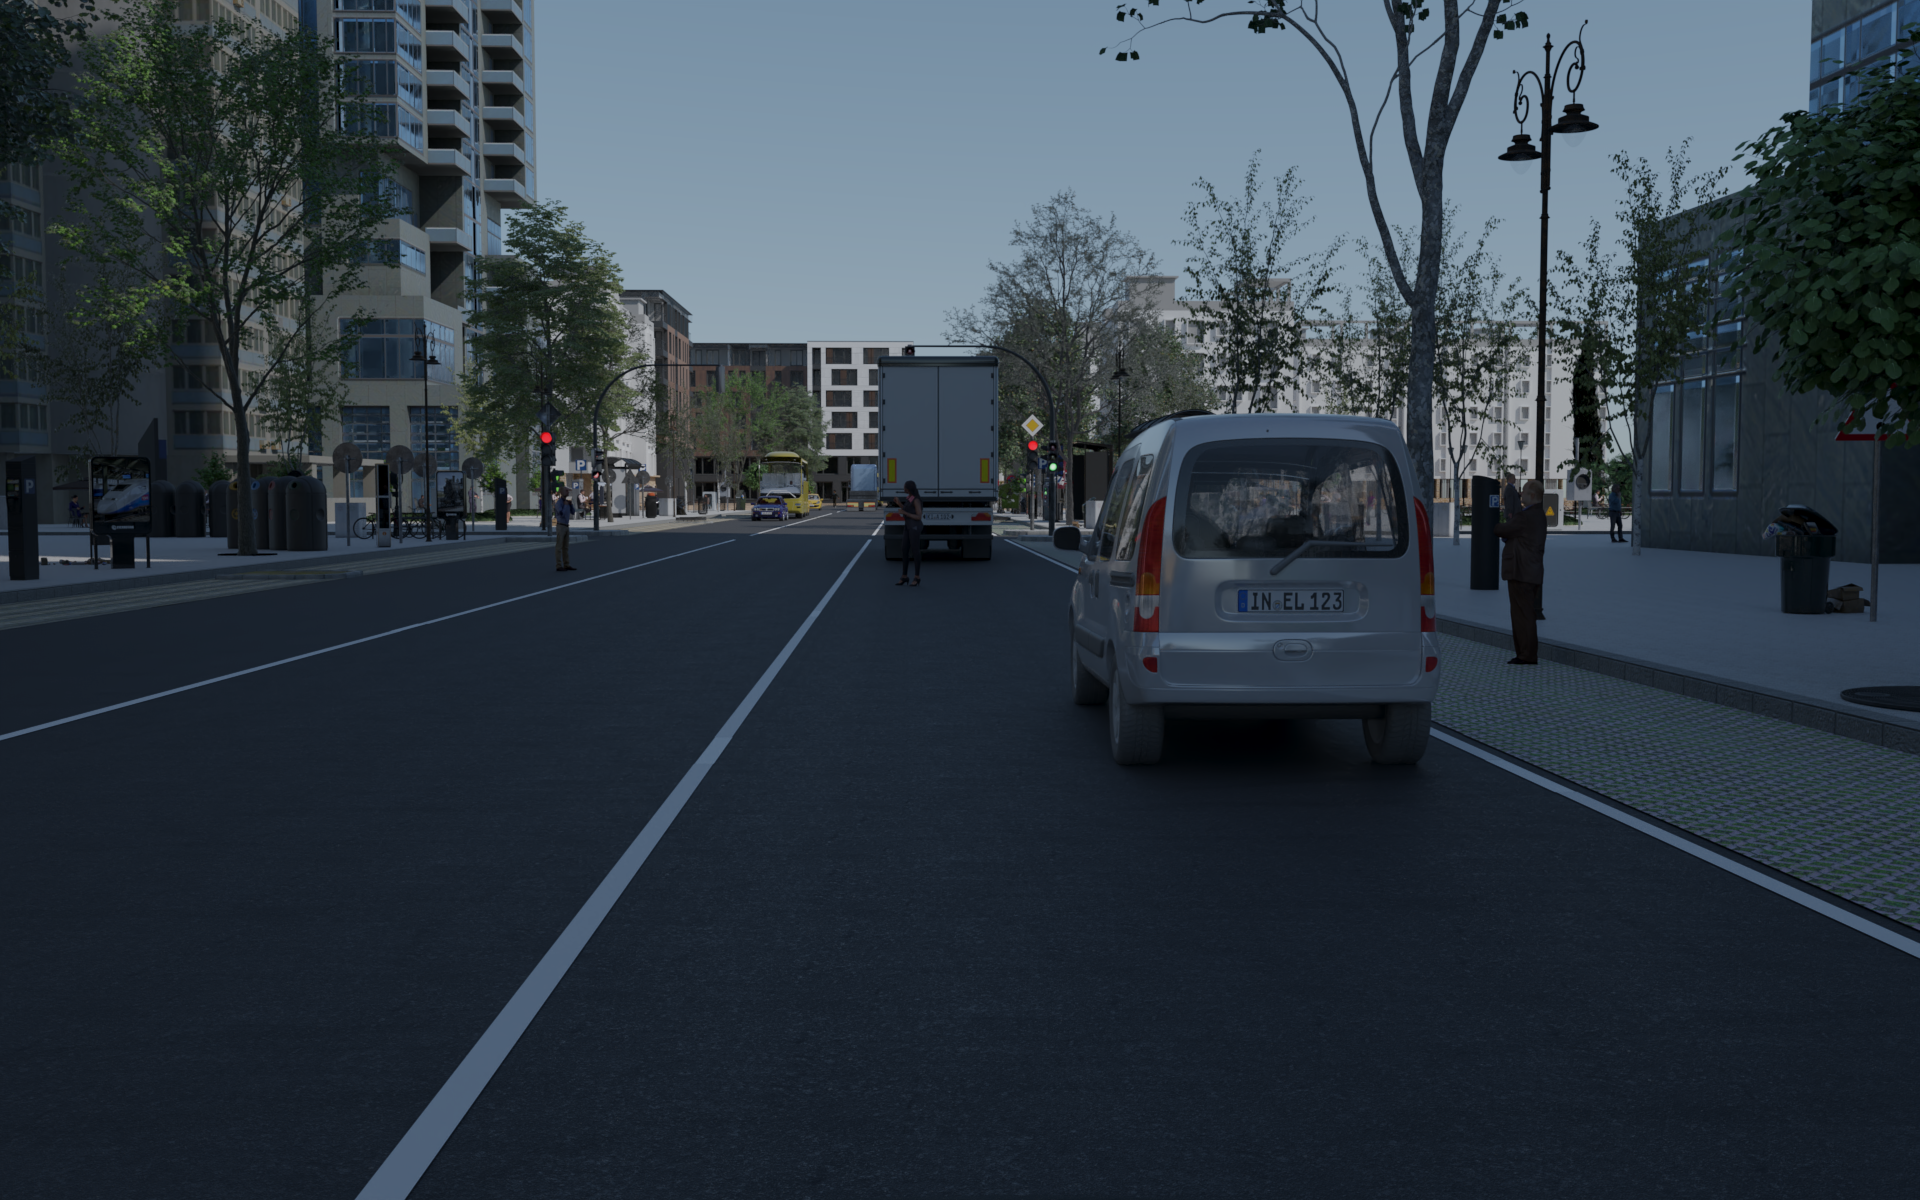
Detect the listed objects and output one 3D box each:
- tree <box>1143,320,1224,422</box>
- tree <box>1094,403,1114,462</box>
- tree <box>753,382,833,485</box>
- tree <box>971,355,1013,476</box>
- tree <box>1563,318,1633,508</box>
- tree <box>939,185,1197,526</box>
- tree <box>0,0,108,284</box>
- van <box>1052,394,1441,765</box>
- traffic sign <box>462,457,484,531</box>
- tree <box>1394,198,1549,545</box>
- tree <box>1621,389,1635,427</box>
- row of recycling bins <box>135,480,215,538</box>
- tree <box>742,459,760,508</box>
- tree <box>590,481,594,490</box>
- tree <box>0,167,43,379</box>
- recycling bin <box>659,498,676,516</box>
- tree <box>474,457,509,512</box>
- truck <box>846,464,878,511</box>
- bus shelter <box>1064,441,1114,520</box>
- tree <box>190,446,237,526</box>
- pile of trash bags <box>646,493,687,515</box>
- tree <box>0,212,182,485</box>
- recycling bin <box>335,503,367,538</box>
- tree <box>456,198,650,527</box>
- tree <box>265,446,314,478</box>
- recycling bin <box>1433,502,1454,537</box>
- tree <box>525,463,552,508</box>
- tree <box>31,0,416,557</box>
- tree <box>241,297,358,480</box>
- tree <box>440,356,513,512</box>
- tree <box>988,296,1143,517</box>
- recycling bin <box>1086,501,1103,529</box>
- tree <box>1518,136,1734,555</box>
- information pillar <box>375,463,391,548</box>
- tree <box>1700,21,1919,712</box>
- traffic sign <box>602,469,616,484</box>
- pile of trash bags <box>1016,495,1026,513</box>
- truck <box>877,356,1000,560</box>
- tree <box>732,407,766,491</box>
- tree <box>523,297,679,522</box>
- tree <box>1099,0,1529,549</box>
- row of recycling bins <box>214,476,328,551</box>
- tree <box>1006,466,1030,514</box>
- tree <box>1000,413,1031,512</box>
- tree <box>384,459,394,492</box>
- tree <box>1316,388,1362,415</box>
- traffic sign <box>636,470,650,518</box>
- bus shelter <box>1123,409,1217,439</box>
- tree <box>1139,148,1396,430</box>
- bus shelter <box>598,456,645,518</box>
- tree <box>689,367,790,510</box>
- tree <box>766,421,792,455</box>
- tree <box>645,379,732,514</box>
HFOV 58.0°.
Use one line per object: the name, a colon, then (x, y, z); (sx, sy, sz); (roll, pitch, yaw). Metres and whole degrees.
tree: (12.912, -11.988, 113.005); (9.611, 12.733, 9.660); (0, 3, 0)
tree: (11.954, -11.019, 130.522); (4.360, 8.622, 3.978); (0, 3, 0)
tree: (-19.210, -17.829, 198.164); (9.857, 13.997, 8.962); (0, 3, 0)
tree: (1.532, -15.161, 154.544); (9.857, 13.997, 8.962); (0, 3, 0)
tree: (52.299, -13.779, 127.114); (18.604, 14.587, 13.155); (-1, 4, -15)
tree: (4.354, -9.763, 69.993); (12.009, 13.543, 11.850); (0, 3, 0)
tree: (-14.260, -6.885, 19.221); (9.857, 13.997, 8.962); (0, 3, 0)
van: (1.610, -0.216, 10.548); (2.013, 2.044, 4.112); (0, 4, -1)
traffic sign: (-16.823, -3.650, 59.779); (0.768, 2.556, 0.104); (0, 4, 3)
tree: (12.438, -5.668, 43.030); (4.360, 8.622, 3.978); (0, 3, 0)
tree: (32.247, -7.814, 78.121); (4.360, 8.622, 3.978); (0, 3, 0)
row of recycling bins: (-23.207, -2.709, 51.407); (3.534, 1.692, 1.069); (0, 4, 2)
tree: (-18.821, -10.966, 163.002); (4.285, 4.588, 4.351); (0, 3, 0)
tree: (-27.433, -8.410, 132.100); (1.663, 3.219, 1.824); (0, 3, 0)
tree: (-21.574, -5.256, 36.290); (4.737, 8.622, 4.395); (0, 3, 0)
recycling bin: (-16.934, -5.368, 100.327); (0.722, 1.027, 0.722); (2, 4, 32)
tree: (-22.657, -5.450, 83.703); (1.663, 3.219, 1.824); (0, 3, 0)
truck: (-8.486, -9.888, 151.424); (2.967, 4.110, 18.799); (0, 4, -2)
bus shelter: (5.902, -5.392, 79.442); (1.731, 3.624, 6.357); (0, 4, -2)
tree: (-29.831, -4.569, 69.308); (1.663, 3.219, 1.824); (0, 3, 0)
pile of trash bags: (-18.187, -5.872, 105.755); (1.912, 1.369, 3.447); (-3, 5, -40)
tree: (-21.925, -5.739, 44.188); (4.360, 8.622, 3.978); (0, 3, 0)
recycling bin: (-18.005, -2.363, 51.183); (0.722, 1.027, 0.722); (0, 4, -2)
tree: (-15.746, -9.112, 67.108); (7.486, 12.596, 7.792); (0, 3, 0)
tree: (-26.759, -4.594, 69.721); (1.663, 3.219, 1.824); (0, 3, 0)
recycling bin: (14.528, -2.419, 52.104); (0.722, 1.027, 0.722); (3, 4, 36)
tree: (-26.086, -6.913, 107.621); (1.663, 3.219, 1.824); (0, 3, 0)
tree: (-15.017, -6.731, 35.805); (9.928, 11.665, 9.643); (0, 3, 0)
tree: (-23.958, -6.861, 62.540); (4.737, 8.622, 4.395); (0, 3, 0)
tree: (-25.541, -8.678, 92.249); (4.737, 8.622, 4.395); (0, 3, 0)
tree: (4.404, -11.056, 97.779); (9.611, 12.733, 9.660); (0, 3, 0)
recycling bin: (5.085, -3.116, 63.495); (0.722, 1.027, 0.722); (-2, 4, -25)
tree: (14.163, -5.257, 36.322); (4.737, 8.622, 4.395); (0, 3, 0)
information pillar: (-13.859, -2.269, 41.596); (0.304, 2.012, 0.304); (-2, 4, -26)
tree: (6.273, -1.635, 10.441); (4.285, 4.588, 4.351); (0, 3, 0)
traffic sign: (-17.574, -5.296, 86.700); (0.768, 2.556, 0.104); (0, 4, 6)
pile of trash bags: (4.184, -6.684, 119.043); (3.447, 1.369, 1.912); (0, 4, 2)
truck: (-0.511, -3.171, 40.762); (2.839, 4.237, 11.283); (0, 4, -1)
tree: (-16.798, -10.487, 121.830); (4.360, 8.622, 3.978); (0, 3, 0)
tree: (-16.167, -8.789, 78.116); (7.601, 10.594, 8.767); (0, 4, -3)
tree: (7.269, -10.386, 25.702); (12.611, 20.169, 13.585); (0, 3, 0)
row of recycling bins: (-15.757, -2.010, 39.970); (3.534, 1.692, 1.069); (3, 5, 40)
tree: (3.843, -7.053, 109.916); (1.663, 3.219, 1.824); (0, 3, 0)
tree: (3.161, -11.692, 125.571); (7.601, 10.594, 8.767); (0, 4, 1)
tree: (-31.905, -6.218, 96.267); (1.663, 3.219, 1.824); (0, 3, 0)
tree: (24.420, -9.891, 112.082); (4.737, 8.622, 4.395); (0, 3, 0)
traffic sign: (-16.915, -5.645, 92.400); (0.768, 2.556, 0.104); (0, 4, -1)
bus shelter: (5.488, -3.063, 43.996); (2.014, 3.302, 5.546); (0, 4, -2)
tree: (6.432, -5.366, 38.100); (4.360, 8.622, 3.978); (0, 3, 0)
bus shelter: (-18.801, -6.226, 95.718); (2.014, 3.302, 5.546); (0, 4, -2)
tree: (-17.934, -13.141, 140.616); (9.928, 11.665, 9.643); (0, 3, 0)
tree: (-18.691, -13.692, 174.220); (4.360, 8.622, 3.978); (0, 3, 0)
tree: (-17.624, -9.758, 109.913); (4.360, 8.622, 3.978); (0, 3, 0)
